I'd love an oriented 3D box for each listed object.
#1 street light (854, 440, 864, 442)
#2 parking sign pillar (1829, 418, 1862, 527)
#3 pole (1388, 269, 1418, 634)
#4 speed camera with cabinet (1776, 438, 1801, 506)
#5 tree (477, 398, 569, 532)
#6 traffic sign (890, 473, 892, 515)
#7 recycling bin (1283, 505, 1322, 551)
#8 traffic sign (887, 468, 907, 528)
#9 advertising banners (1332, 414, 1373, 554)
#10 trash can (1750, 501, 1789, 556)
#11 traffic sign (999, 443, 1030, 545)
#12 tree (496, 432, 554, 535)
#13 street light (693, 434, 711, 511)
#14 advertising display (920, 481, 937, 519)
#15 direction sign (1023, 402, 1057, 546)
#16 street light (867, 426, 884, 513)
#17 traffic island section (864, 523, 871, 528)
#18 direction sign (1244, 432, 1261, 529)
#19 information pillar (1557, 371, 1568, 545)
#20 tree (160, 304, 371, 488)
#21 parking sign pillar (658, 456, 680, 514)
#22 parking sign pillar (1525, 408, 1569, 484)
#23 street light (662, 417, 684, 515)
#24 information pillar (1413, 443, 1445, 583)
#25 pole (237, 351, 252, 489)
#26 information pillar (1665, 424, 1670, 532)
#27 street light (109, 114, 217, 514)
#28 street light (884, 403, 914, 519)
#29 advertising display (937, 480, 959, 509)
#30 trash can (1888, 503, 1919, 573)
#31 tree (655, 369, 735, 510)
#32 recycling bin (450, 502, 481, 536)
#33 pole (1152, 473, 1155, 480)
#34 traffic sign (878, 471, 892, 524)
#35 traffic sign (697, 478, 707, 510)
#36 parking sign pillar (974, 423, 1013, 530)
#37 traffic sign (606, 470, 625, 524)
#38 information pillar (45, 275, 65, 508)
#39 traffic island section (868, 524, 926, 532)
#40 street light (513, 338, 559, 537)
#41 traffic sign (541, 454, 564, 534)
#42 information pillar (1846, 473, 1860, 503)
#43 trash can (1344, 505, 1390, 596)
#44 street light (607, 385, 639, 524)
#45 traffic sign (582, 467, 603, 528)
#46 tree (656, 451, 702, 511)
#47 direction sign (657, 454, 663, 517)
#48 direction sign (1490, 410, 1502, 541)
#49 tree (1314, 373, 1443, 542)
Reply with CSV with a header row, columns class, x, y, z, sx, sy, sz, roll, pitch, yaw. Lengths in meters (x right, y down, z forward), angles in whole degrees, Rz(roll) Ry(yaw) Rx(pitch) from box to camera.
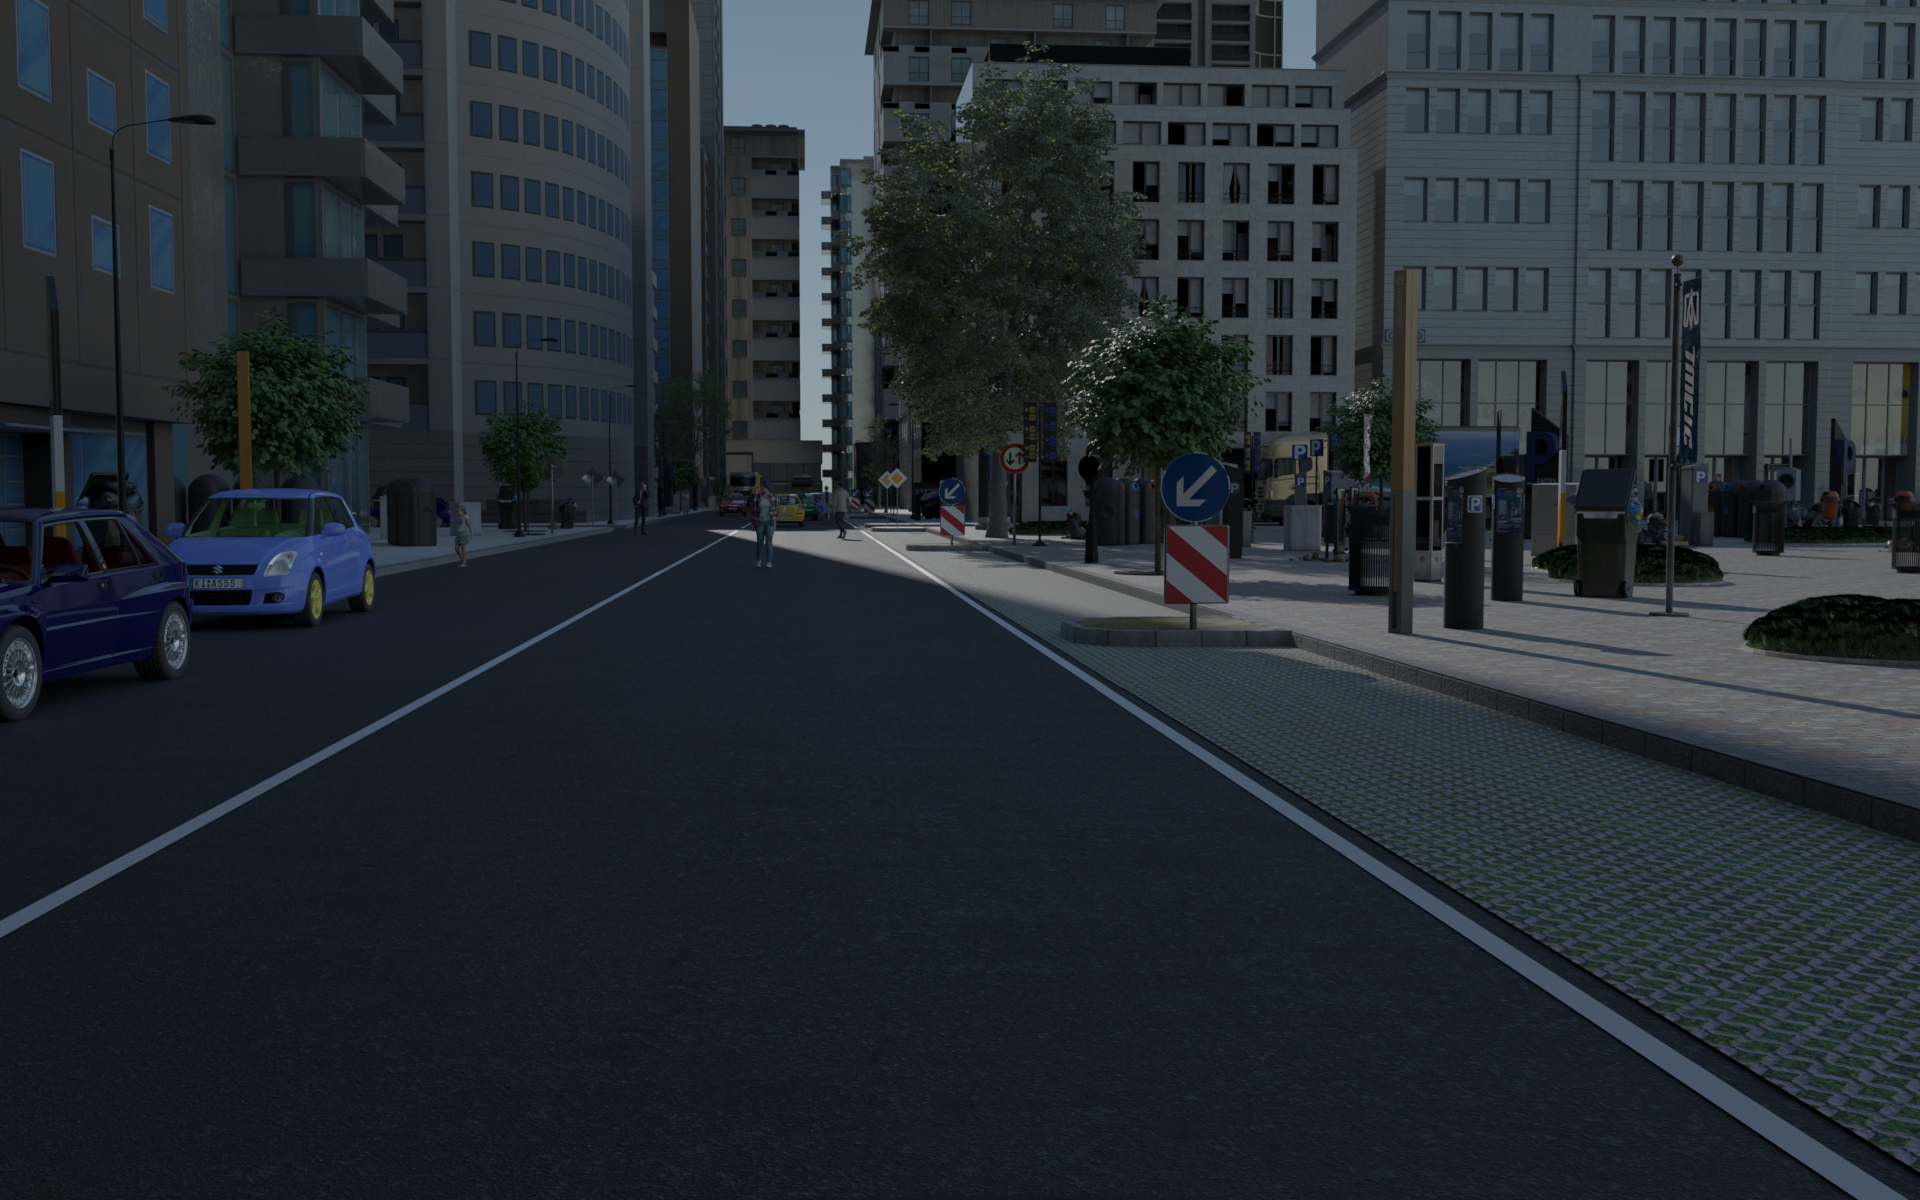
class,x,y,z,sx,sy,sz,roll,pitch,yaw
street light,-8.404,-10.800,149.128,1.470,5.913,1.316,0,4,-5
parking sign pillar,31.593,-4.497,61.994,1.447,3.967,1.447,-3,5,-42
pole,4.061,-1.347,15.872,0.158,3.312,0.155,0,3,0
speed camera with cabinet,28.707,-4.111,61.554,2.038,3.252,0.660,3,5,41
tree,-14.888,-4.623,59.306,4.285,4.588,4.351,0,3,0
traffic sign,-4.214,-6.450,105.559,0.768,2.556,0.104,0,4,-5
recycling bin,7.753,-1.632,39.236,0.722,1.027,0.722,0,4,-1
traffic sign,-2.411,-3.836,66.366,0.795,2.450,0.064,0,4,-5
advertising banners,8.513,-2.521,37.412,0.090,3.025,2.074,2,4,35
trash can,16.876,-1.498,36.138,0.748,1.137,0.748,0,3,0
traffic sign,1.361,-2.636,43.208,0.768,2.556,0.104,0,4,-3
tree,-13.624,-3.634,54.017,1.663,3.219,1.824,0,3,0
street light,-19.962,-9.874,133.976,1.470,5.913,1.316,0,4,-5
advertising display,-1.594,-5.082,88.308,0.974,1.923,0.123,-1,4,-11
direction sign,1.972,-3.102,42.719,0.876,3.537,0.379,-1,4,-20
street light,-5.648,-8.951,118.895,1.470,5.913,1.316,0,4,-5
traffic island section,-3.099,-3.188,74.399,2.009,0.180,2.903,0,4,-5
direction sign,10.623,-4.344,63.021,0.876,3.537,0.379,-3,5,-40
information pillar,11.382,-2.530,32.720,0.183,3.616,0.504,1,4,14
tree,-11.976,-2.834,30.058,4.285,4.588,4.351,0,3,0
parking sign pillar,-18.811,-7.544,111.814,1.447,3.967,1.447,0,4,-2
parking sign pillar,18.125,-3.979,53.536,1.447,3.967,1.447,-2,4,-35
street light,-17.195,-8.025,103.744,1.470,5.913,1.316,0,4,-5
information pillar,6.836,-1.270,25.252,0.304,2.012,0.304,-3,5,-41
pole,-10.263,-1.898,24.884,0.158,3.312,0.155,0,3,0
information pillar,23.879,-4.084,58.132,0.183,3.616,0.504,0,4,2
street light,-9.781,-2.980,21.269,1.470,5.913,1.316,0,4,-5
street light,-2.966,-7.102,88.655,1.470,5.913,1.316,0,4,-5
advertising display,-0.486,-4.366,76.597,0.974,1.923,0.123,2,4,35
trash can,15.513,-1.011,28.186,0.748,1.137,0.748,0,3,0
tree,-22.273,-13.327,143.651,9.928,11.665,9.643,0,3,0
recycling bin,-15.244,-2.497,53.388,0.722,1.027,0.722,-3,5,-41
pole,8.522,-5.027,76.028,0.158,3.312,0.155,0,3,0
traffic sign,-3.122,-4.323,74.319,0.795,2.450,0.064,0,4,-5
traffic sign,-20.334,-8.353,136.682,0.768,2.556,0.104,0,4,-4
parking sign pillar,1.242,-4.515,62.285,1.447,3.967,1.447,3,5,42
traffic sign,-14.573,-4.262,73.319,0.795,2.450,0.064,0,4,-5
information pillar,-9.612,-1.656,18.432,0.183,3.616,0.504,-2,4,-32
traffic island section,-2.388,-2.701,66.445,2.009,0.180,2.903,0,4,-5
street light,-12.598,-4.829,51.496,1.470,5.913,1.316,0,4,-5
traffic sign,-13.105,-3.395,55.611,0.768,2.556,0.104,0,4,-3
information pillar,30.935,-3.397,60.038,0.304,2.012,0.304,-3,4,-37
trash can,5.250,-0.633,22.003,0.748,1.137,0.748,0,3,0
street light,-14.315,-6.176,73.523,1.470,5.913,1.316,0,4,-5
traffic sign,-13.861,-3.775,65.366,0.795,2.450,0.064,0,4,-5
tree,-21.114,-8.955,130.122,4.285,4.588,4.351,0,3,0
direction sign,-16.981,-6.481,97.965,0.379,3.537,0.876,0,4,-1
direction sign,14.618,-3.368,47.057,0.379,3.537,0.876,1,4,11
tree,11.372,-3.878,47.117,4.285,4.588,4.351,0,3,0
